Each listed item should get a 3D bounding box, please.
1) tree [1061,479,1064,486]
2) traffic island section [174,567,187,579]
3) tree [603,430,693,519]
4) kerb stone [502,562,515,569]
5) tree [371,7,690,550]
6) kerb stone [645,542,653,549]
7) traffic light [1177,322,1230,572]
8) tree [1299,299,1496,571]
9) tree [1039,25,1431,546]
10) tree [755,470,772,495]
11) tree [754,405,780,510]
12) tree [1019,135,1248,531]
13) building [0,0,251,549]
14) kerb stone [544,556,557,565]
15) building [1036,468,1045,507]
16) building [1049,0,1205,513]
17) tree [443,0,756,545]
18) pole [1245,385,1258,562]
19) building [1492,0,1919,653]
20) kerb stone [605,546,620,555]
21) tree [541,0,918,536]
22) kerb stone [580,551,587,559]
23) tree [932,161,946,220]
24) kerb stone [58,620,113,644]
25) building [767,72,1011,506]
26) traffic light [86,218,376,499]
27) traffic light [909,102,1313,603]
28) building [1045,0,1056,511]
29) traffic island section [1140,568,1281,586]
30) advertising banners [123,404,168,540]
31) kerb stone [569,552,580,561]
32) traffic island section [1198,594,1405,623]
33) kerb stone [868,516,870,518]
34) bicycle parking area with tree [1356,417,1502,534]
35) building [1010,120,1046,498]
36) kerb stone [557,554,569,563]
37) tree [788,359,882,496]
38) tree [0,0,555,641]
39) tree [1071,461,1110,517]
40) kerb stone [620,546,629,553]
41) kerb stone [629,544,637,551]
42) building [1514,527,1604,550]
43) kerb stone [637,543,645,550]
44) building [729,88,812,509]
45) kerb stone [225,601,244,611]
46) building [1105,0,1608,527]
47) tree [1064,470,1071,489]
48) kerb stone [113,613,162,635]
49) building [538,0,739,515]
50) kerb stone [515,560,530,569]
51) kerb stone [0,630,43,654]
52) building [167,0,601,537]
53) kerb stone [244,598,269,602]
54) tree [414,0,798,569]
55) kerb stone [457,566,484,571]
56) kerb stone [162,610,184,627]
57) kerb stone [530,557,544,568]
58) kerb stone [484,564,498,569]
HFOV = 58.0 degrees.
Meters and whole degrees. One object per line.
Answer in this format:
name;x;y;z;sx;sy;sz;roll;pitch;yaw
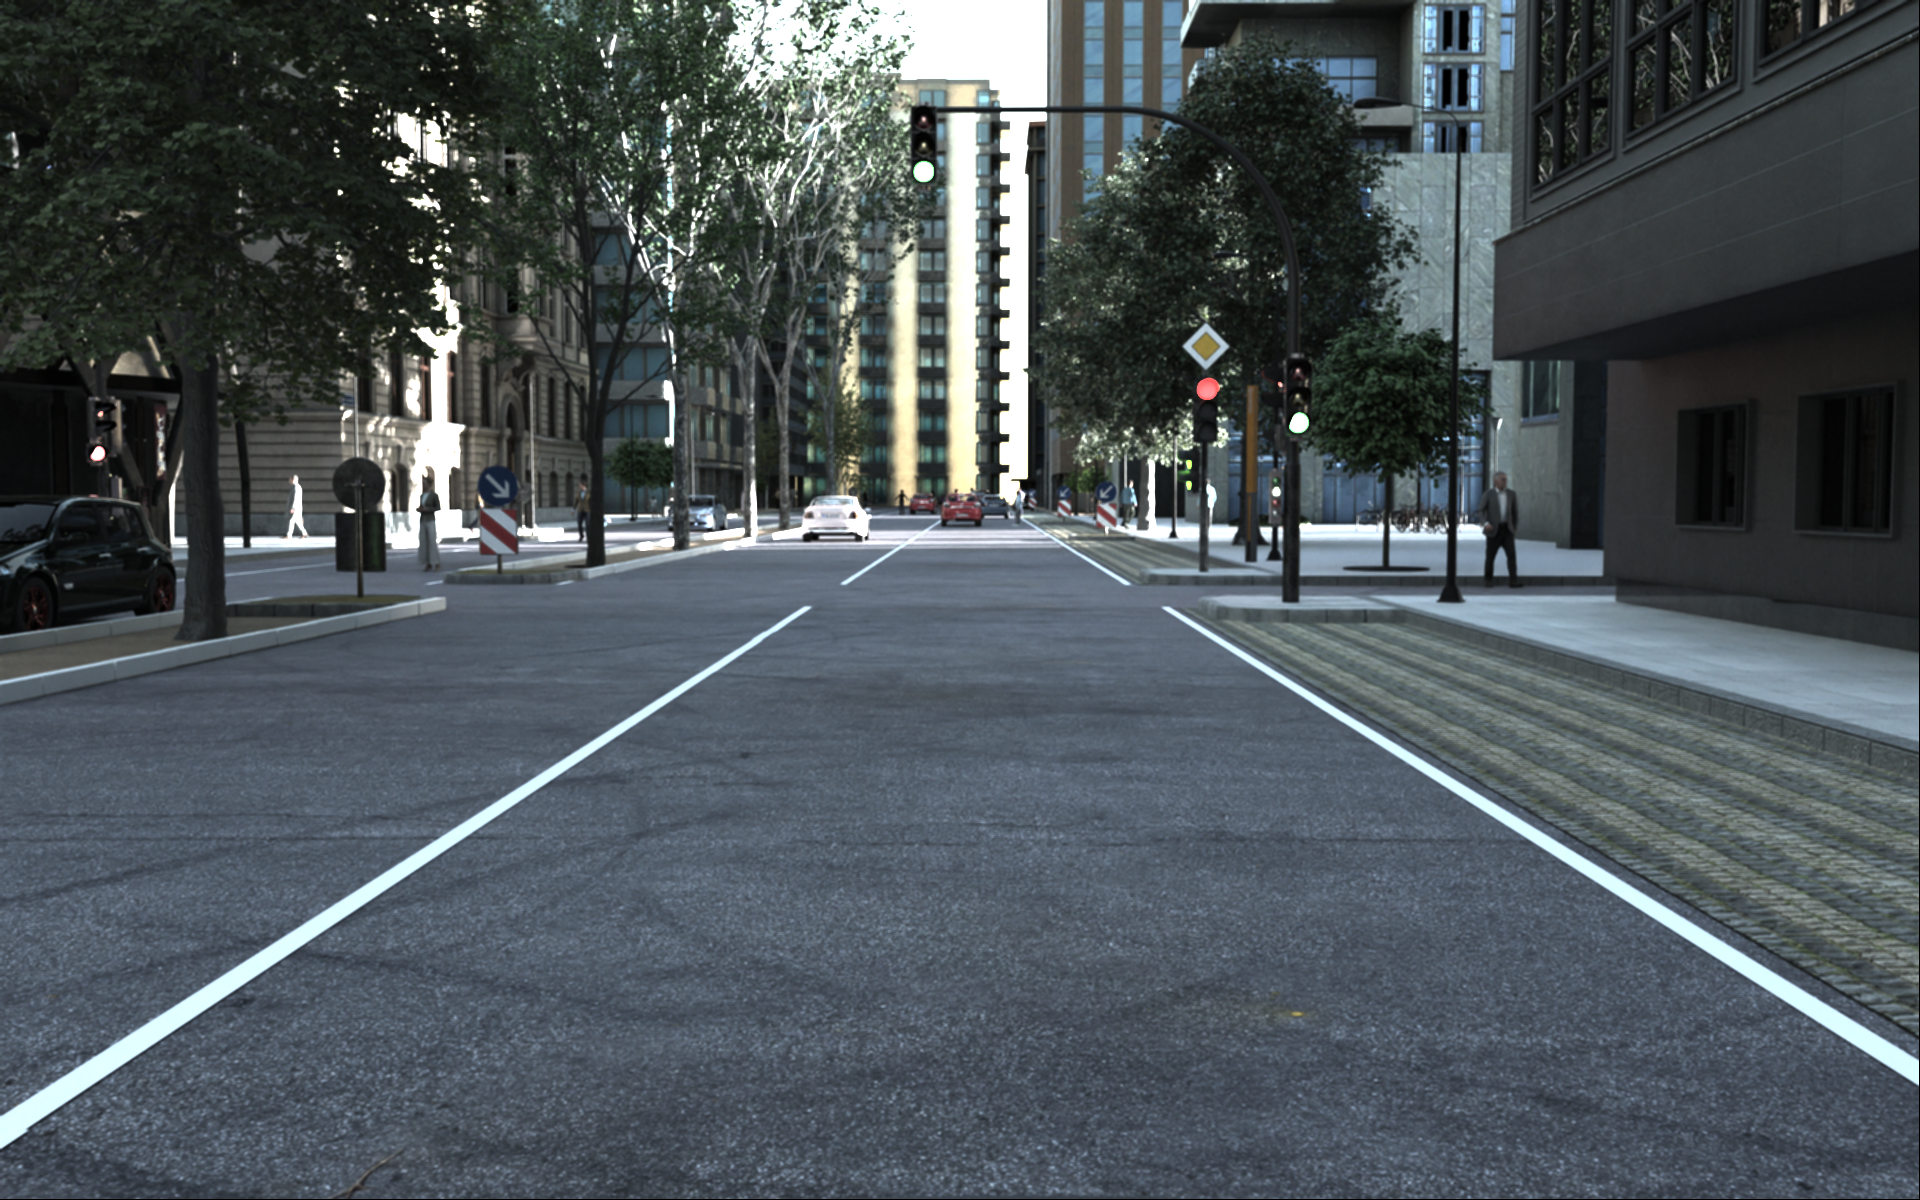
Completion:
tree;7.569;-7.416;115.854;1.663;3.219;1.824;0;3;0
traffic island section;-14.201;-0.398;28.793;2.009;0.180;2.903;0;4;1
tree;-16.575;-6.429;88.832;4.285;4.588;4.351;0;3;0
kerb stone;-8.406;-0.588;31.809;0.120;0.150;1.000;0;4;1
tree;-8.273;-11.366;44.180;12.611;20.169;13.585;0;3;0
kerb stone;-8.234;-1.404;45.143;0.120;0.150;1.000;0;4;1
traffic light;3.999;-2.417;28.445;0.839;4.253;0.868;0;4;1
tree;7.255;-2.781;29.179;4.285;4.588;4.351;0;3;0
tree;7.191;-7.714;43.133;9.611;12.733;9.660;0;3;0
tree;-15.960;-8.704;136.918;1.663;3.219;1.824;0;3;0
tree;-15.920;-11.780;142.962;4.737;8.622;4.395;0;3;0
tree;6.488;-9.421;60.695;9.857;13.997;8.962;0;3;0
building;-24.889;-10.366;36.933;16.820;18.784;16.811;0;4;1
kerb stone;-8.365;-0.777;34.897;0.120;0.150;1.000;0;4;1
building;18.015;-44.630;167.949;20.563;71.187;20.611;0;4;1
building;13.733;-28.904;122.699;14.600;45.320;14.200;0;4;1
tree;-8.077;-12.142;56.866;12.611;20.169;13.585;0;3;0
pole;5.492;-2.369;32.579;0.158;3.312;0.155;0;3;0
building;13.004;-13.114;7.916;14.314;27.812;24.014;0;4;1
kerb stone;-8.276;-1.153;41.047;0.120;0.150;1.000;0;4;1
tree;-8.228;-12.918;69.555;12.611;20.169;13.585;0;3;0
kerb stone;-8.324;-0.965;37.976;0.120;0.150;1.000;0;4;1
tree;-7.337;-13.693;82.232;12.611;20.169;13.585;0;3;0
kerb stone;-8.595;0.325;16.882;0.120;0.150;1.000;0;4;1
building;-9.443;-35.461;199.396;30.456;49.044;23.786;0;4;1
traffic light;-12.068;-3.303;28.667;4.771;5.953;1.251;0;4;1
traffic light;1.805;-2.794;20.346;4.771;5.953;1.251;0;4;1
building;17.594;-36.784;143.415;21.231;58.520;28.212;0;4;1
traffic island section;4.039;-0.384;28.559;2.009;0.180;2.903;0;4;1
advertising banners;-15.640;-2.260;33.141;0.090;3.025;2.074;0;4;3
kerb stone;-8.336;-0.899;36.954;0.120;0.150;1.000;0;4;1
traffic island section;3.938;0.104;20.574;2.009;0.180;2.903;0;4;1
kerb stone;-5.398;-4.918;102.598;0.120;0.150;1.000;0;4;1
bicycle parking area with tree;17.971;-4.373;58.496;8.231;4.147;9.016;0;4;3
building;20.190;-33.176;197.058;28.867;44.769;22.147;0;4;1
kerb stone;-8.354;-0.840;35.930;0.120;0.150;1.000;0;4;1
tree;-6.553;-8.472;91.333;4.737;8.622;4.395;0;3;0
tree;-7.511;-5.900;17.045;7.486;12.596;7.792;0;3;0
tree;8.262;-6.926;107.837;1.663;3.219;1.824;0;3;0
kerb stone;-8.273;-1.216;42.069;0.120;0.150;1.000;0;4;1
kerb stone;-8.258;-1.270;43.092;0.120;0.150;1.000;0;4;1
building;29.627;-44.268;36.448;31.000;86.520;22.319;0;4;1
kerb stone;-8.246;-1.340;44.116;0.120;0.150;1.000;0;4;1
building;-26.654;-28.855;163.665;23.993;40.220;32.217;0;4;1
kerb stone;-8.554;0.138;19.948;0.120;0.150;1.000;0;4;1
building;19.707;-47.305;86.111;22.319;86.520;31.000;0;4;1
tree;8.233;-7.281;113.652;1.663;3.219;1.824;0;3;0
kerb stone;-8.575;0.263;17.904;0.120;0.150;1.000;0;4;1
building;-27.240;-30.514;118.520;23.786;49.044;30.456;0;4;1
kerb stone;-8.385;-0.650;32.835;0.120;0.150;1.000;0;4;1
kerb stone;-8.609;0.388;15.859;0.120;0.150;1.000;0;4;1
building;-23.428;-15.240;68.262;14.460;24.649;34.723;0;4;1
kerb stone;-8.537;0.076;20.972;0.120;0.150;1.000;0;4;1
tree;-6.945;-6.414;33.075;9.928;11.665;9.643;0;3;0
kerb stone;-8.428;-0.463;29.760;0.120;0.150;1.000;0;4;1
kerb stone;-8.569;0.200;18.925;0.120;0.150;1.000;0;4;1
kerb stone;-8.374;-0.713;33.861;0.120;0.150;1.000;0;4;1
kerb stone;-8.408;-0.525;30.787;0.120;0.150;1.000;0;4;1
